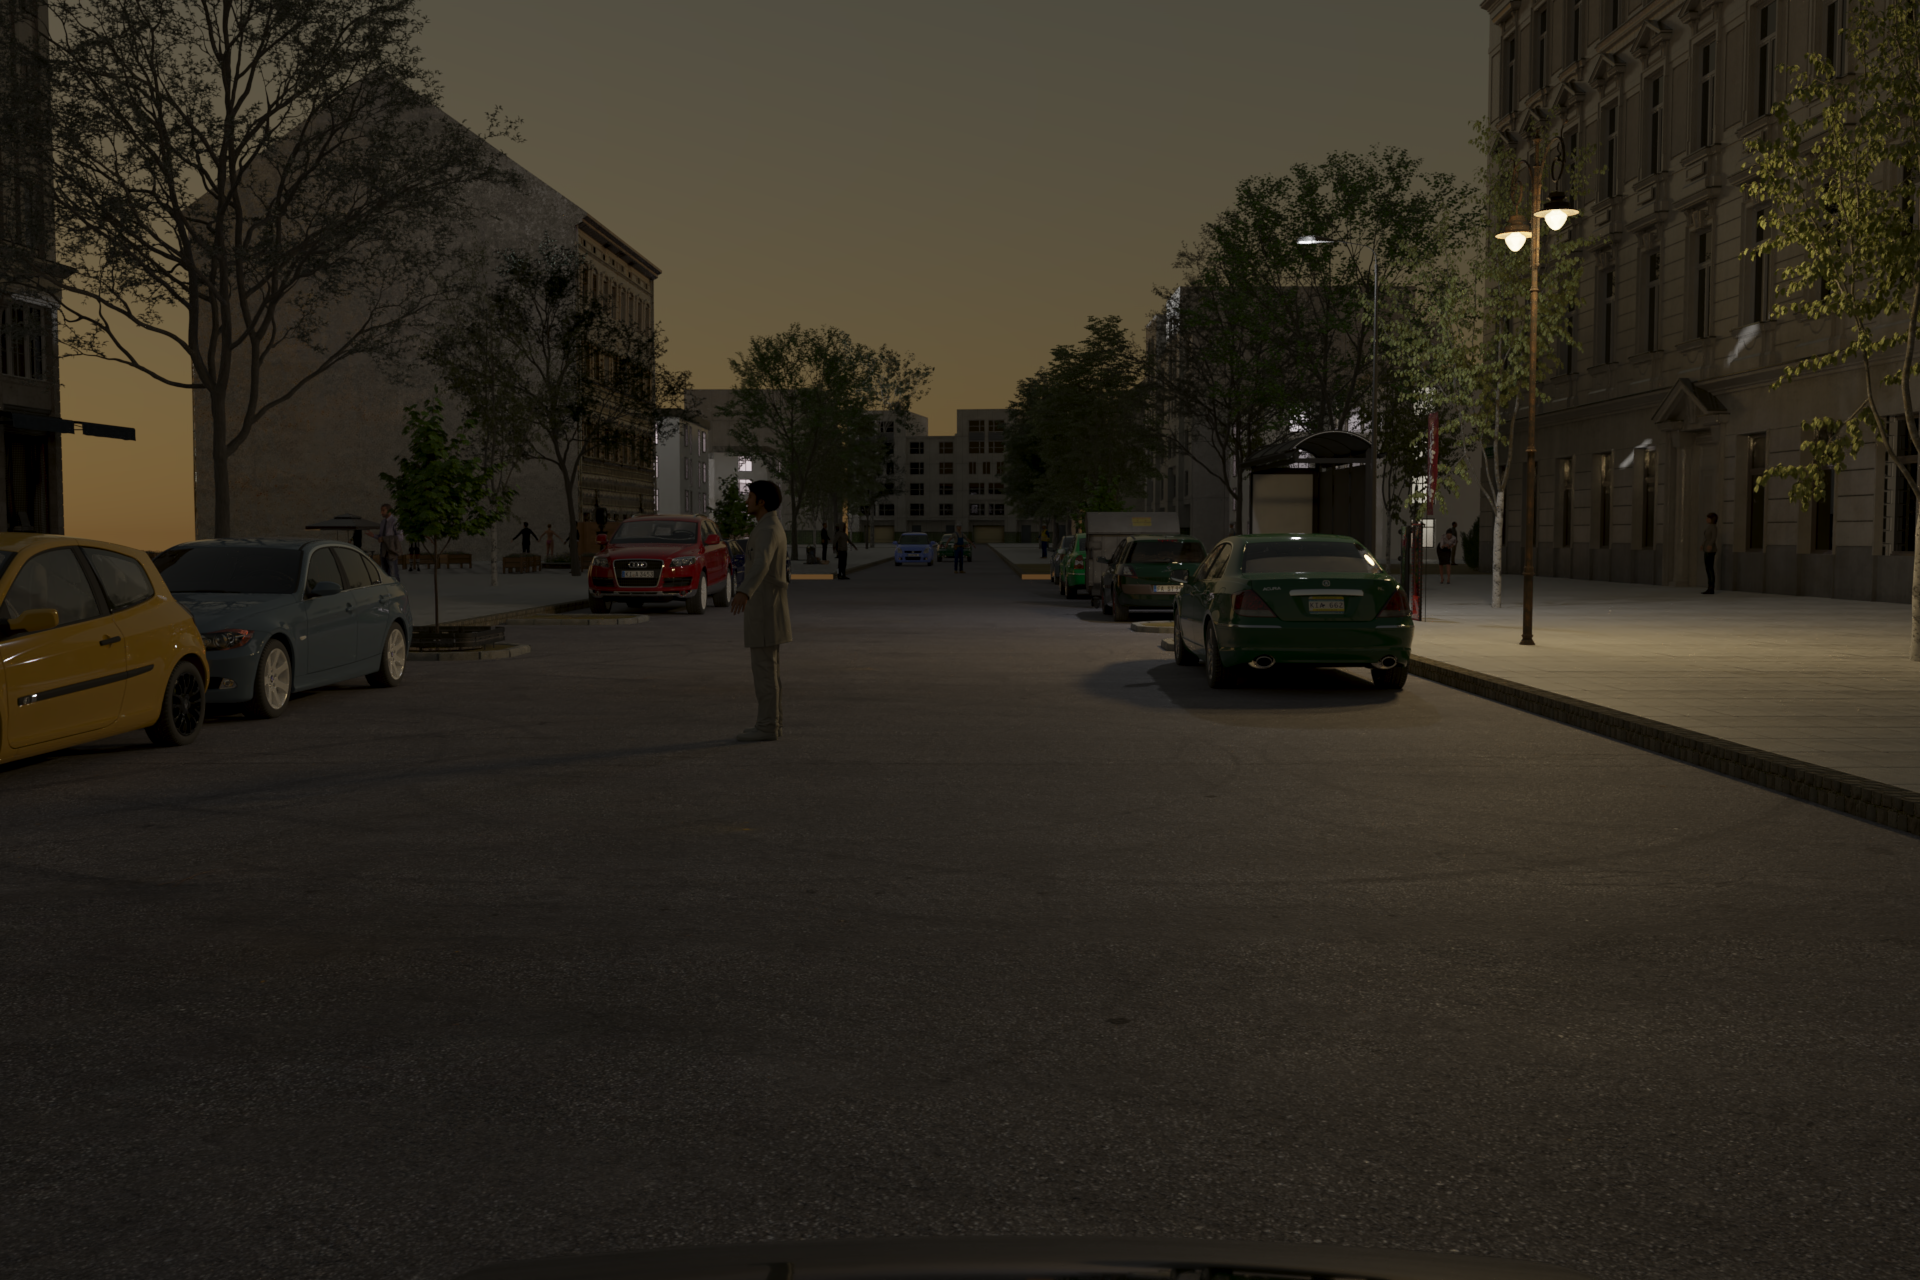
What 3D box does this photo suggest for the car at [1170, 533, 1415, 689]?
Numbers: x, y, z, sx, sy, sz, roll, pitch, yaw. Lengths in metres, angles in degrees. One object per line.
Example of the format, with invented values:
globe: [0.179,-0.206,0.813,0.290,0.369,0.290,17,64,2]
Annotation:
car: [3.247,-0.348,17.491,2.131,1.459,4.920,0,4,1]

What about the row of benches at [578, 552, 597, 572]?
row of benches: [-11.096,-2.668,59.081,4.104,0.672,1.422,-1,4,-22]

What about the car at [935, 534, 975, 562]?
car: [-0.284,-4.813,90.495,2.131,1.459,4.920,0,3,0]

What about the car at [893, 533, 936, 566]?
car: [-2.060,-4.199,78.240,1.945,1.707,3.694,0,4,0]

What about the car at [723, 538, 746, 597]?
car: [-5.934,-1.705,40.459,1.945,1.354,3.894,0,4,0]

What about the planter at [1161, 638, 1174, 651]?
planter: [3.547,-0.034,21.695,1.991,0.319,1.994,0,4,1]

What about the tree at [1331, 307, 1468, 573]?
tree: [14.298,-6.499,56.623,4.737,8.622,4.395,0,3,0]

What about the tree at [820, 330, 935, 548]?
tree: [-8.639,-18.651,160.839,12.611,20.169,13.585,0,3,0]

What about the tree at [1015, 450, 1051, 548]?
tree: [8.075,-14.241,158.601,9.928,11.665,9.643,0,3,0]

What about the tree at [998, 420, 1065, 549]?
tree: [6.773,-14.141,149.329,7.486,12.596,7.792,0,3,0]

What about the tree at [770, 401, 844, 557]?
tree: [-7.957,-8.886,95.653,4.360,8.622,3.978,0,3,0]

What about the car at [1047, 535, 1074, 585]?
car: [3.548,-2.336,50.190,2.014,1.417,4.499,0,4,1]

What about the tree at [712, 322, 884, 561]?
tree: [-7.866,-9.658,83.658,9.928,11.665,9.643,0,3,0]

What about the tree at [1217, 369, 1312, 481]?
tree: [12.843,-7.526,73.418,4.737,8.622,4.395,0,3,0]

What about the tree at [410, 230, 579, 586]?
tree: [-11.780,-5.646,42.669,4.360,8.622,3.978,0,3,0]

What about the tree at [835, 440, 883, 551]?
tree: [-8.267,-10.868,128.057,4.360,8.622,3.978,0,3,0]

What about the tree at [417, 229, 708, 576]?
tree: [-11.863,-7.244,52.856,8.767,10.594,7.601,-2,4,-29]

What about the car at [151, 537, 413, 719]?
car: [-6.149,-0.181,14.959,2.014,1.417,4.499,0,4,1]

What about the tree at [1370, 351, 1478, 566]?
tree: [18.213,-7.220,68.409,4.737,8.622,4.395,0,3,0]

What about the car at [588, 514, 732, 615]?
car: [-5.544,-1.457,32.503,2.281,1.827,5.304,0,4,0]

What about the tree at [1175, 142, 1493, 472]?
tree: [9.747,-7.351,45.949,9.928,11.665,9.643,0,3,0]

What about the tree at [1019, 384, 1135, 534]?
tree: [7.064,-10.590,107.564,8.767,10.594,7.601,3,5,40]

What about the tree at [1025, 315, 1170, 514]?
tree: [7.199,-10.496,89.729,7.486,12.596,7.792,0,3,0]

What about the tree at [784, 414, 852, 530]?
tree: [-7.886,-9.279,102.067,4.360,8.622,3.978,0,3,0]

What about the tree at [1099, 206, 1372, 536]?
tree: [10.442,-9.461,65.062,12.009,13.543,11.850,0,3,0]

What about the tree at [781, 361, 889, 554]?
tree: [-8.305,-11.946,113.450,7.486,12.596,7.792,0,3,0]

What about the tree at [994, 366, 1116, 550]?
tree: [7.216,-13.656,129.924,9.857,13.997,8.962,0,3,0]

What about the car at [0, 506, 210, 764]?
car: [-6.091,-0.008,10.357,2.015,1.641,3.980,0,4,1]

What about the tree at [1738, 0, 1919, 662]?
tree: [9.789,-4.102,17.426,4.737,8.622,4.395,0,3,0]

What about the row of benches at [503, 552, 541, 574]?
row of benches: [-14.614,-2.589,57.786,1.422,0.672,4.104,0,4,-5]

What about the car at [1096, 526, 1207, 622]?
car: [3.373,-1.214,29.641,2.009,1.686,4.222,0,4,1]

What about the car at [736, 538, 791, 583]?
car: [-5.867,-2.271,49.710,1.945,1.354,3.894,0,4,1]

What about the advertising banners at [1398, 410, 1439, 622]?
advertising banners: [6.767,-1.799,25.605,0.090,3.025,2.074,0,4,1]

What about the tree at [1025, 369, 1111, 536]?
tree: [7.794,-12.221,117.939,7.486,12.596,7.792,0,3,0]

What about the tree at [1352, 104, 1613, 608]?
tree: [9.287,-4.883,30.205,4.737,8.622,4.395,0,3,0]

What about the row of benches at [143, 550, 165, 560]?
row of benches: [-31.649,-3.176,67.398,4.104,0.672,1.422,2,4,26]

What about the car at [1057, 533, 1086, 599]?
car: [3.218,-1.873,39.423,1.959,1.807,4.718,0,4,0]

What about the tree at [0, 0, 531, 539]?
tree: [-12.210,-7.230,28.574,12.009,13.543,11.850,0,3,0]

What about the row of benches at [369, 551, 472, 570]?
row of benches: [-19.647,-2.934,63.435,1.422,0.672,4.104,3,4,39]

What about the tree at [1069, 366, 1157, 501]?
tree: [6.628,-7.653,75.494,4.360,8.622,3.978,0,3,0]

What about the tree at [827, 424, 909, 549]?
tree: [-8.092,-13.033,147.509,8.767,10.594,7.601,1,4,17]
